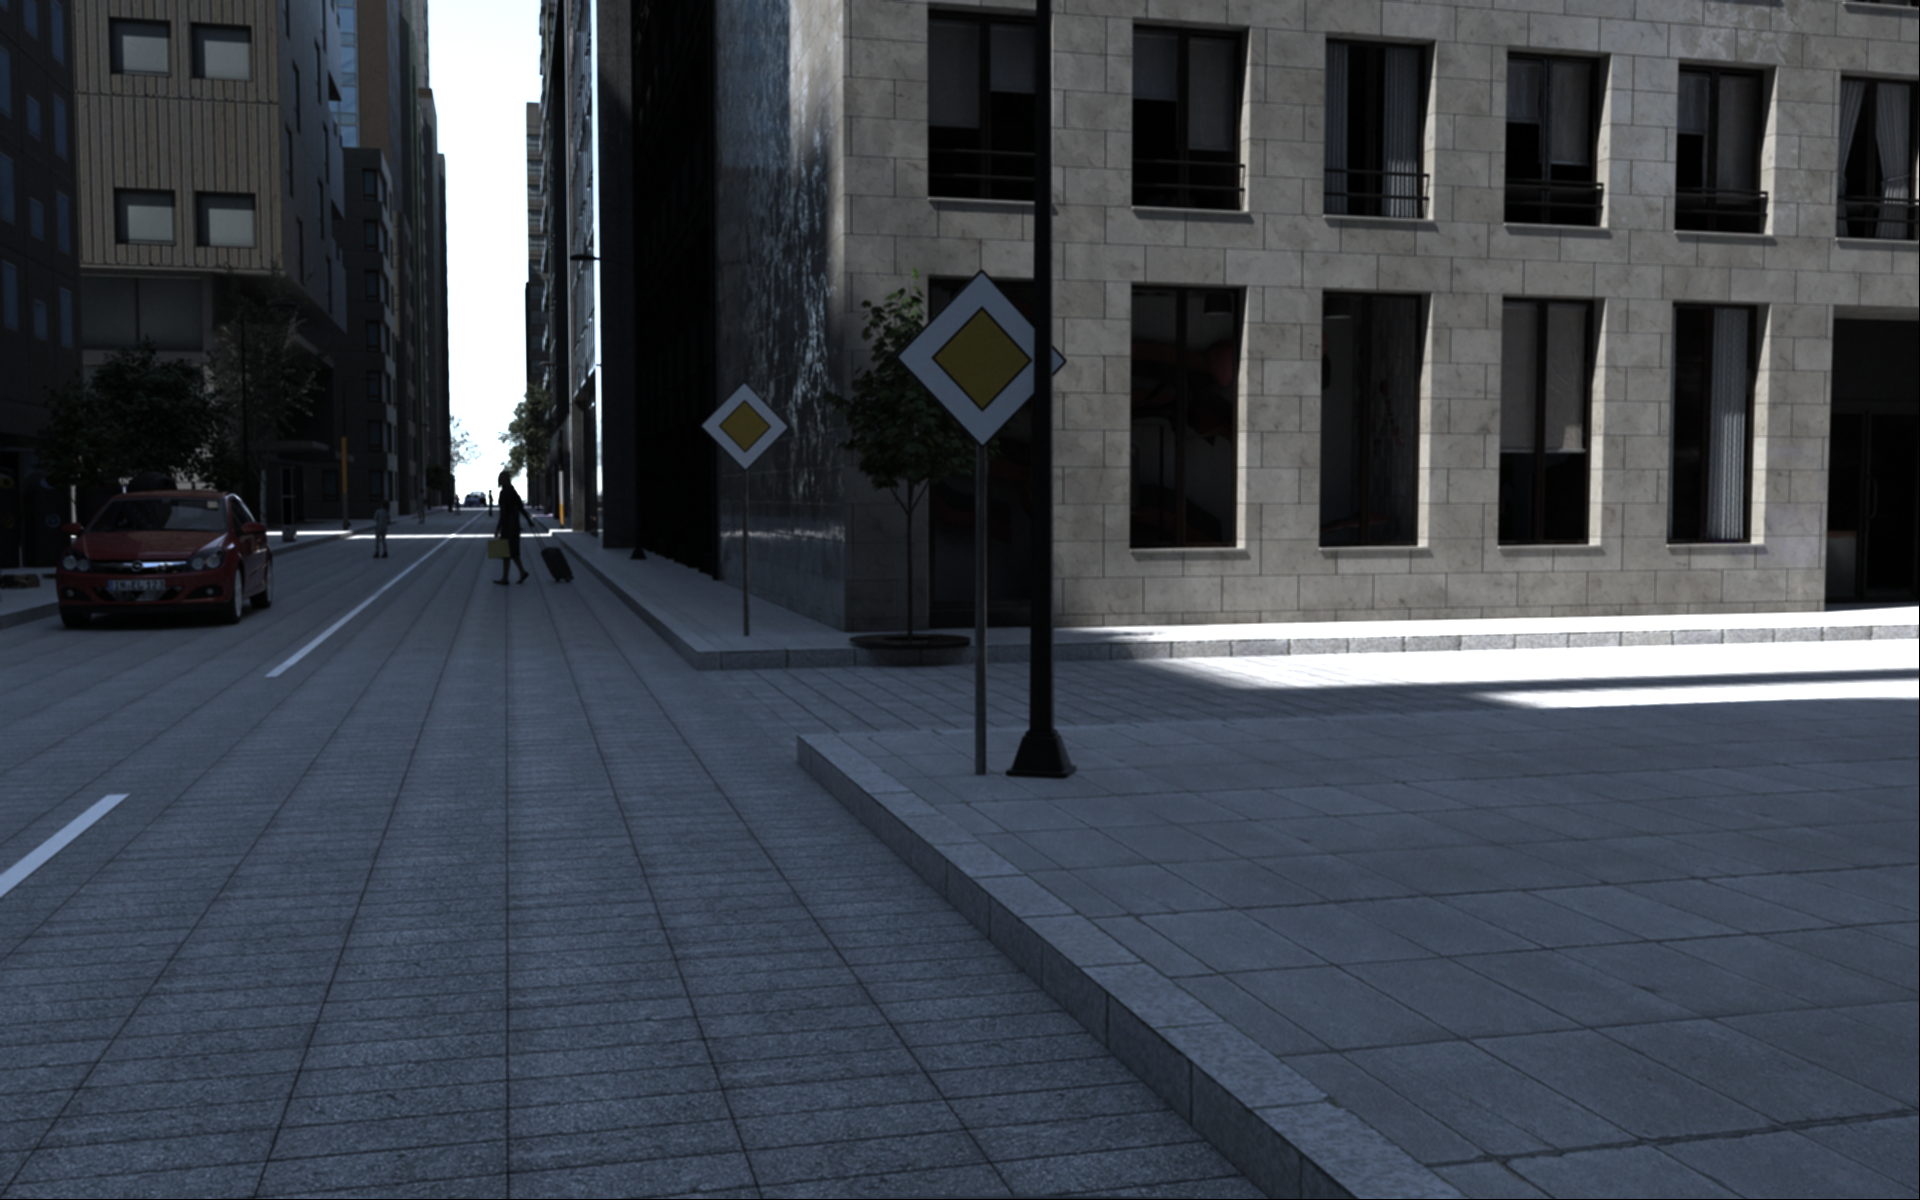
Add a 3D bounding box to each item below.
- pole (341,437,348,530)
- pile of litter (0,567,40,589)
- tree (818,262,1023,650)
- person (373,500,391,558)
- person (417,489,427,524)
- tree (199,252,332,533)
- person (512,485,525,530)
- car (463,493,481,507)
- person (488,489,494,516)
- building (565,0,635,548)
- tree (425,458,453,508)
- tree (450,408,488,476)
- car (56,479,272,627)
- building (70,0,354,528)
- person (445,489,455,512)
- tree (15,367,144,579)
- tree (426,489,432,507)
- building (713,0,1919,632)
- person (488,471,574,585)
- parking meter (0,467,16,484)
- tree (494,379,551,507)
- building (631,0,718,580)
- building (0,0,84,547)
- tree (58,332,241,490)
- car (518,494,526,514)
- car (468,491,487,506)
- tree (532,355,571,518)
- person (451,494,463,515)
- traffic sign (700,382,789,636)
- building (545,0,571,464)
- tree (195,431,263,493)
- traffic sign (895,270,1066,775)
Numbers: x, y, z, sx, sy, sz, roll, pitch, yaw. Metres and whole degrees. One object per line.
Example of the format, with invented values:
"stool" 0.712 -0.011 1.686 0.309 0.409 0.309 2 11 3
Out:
"pole" -21.958 -4.158 61.822 0.158 3.312 0.155 0 3 0
"pile of litter" -13.406 -0.612 23.974 1.176 0.858 1.719 -2 4 -35
"tree" -0.414 -1.220 14.542 1.663 3.219 1.824 0 3 0
"person" -13.033 -1.601 38.955 0.394 1.301 0.425 2 4 25
"person" -26.249 -4.586 84.481 0.522 1.701 0.512 -1 4 -20
"tree" -21.485 -6.293 53.259 4.360 8.622 3.978 0 3 0
"person" -17.647 -3.660 68.518 0.721 1.800 0.419 0 4 8
"car" -55.494 -11.458 196.931 1.945 1.707 3.694 -1 4 -15
"person" -30.129 -6.255 111.474 0.721 1.736 1.217 0 4 -3
"building" -5.124 -14.261 51.190 12.078 24.808 19.932 -1 4 -15
"tree" -48.314 -10.731 159.171 4.285 4.588 4.351 0 3 0
"tree" -70.368 -20.116 239.267 12.009 13.543 11.850 0 3 0
"car" -9.176 -0.682 20.187 2.155 1.783 4.494 -1 4 -15
"building" -38.587 -29.113 65.241 28.713 52.752 27.495 -1 4 -15
"person" -40.911 -7.983 139.106 1.350 1.814 0.705 2 4 32
"tree" -13.510 -1.952 26.511 1.663 3.219 1.824 0 3 0
"tree" -51.453 -10.512 166.477 1.663 3.219 1.824 0 3 0
"building" 5.755 -10.265 22.582 16.860 20.320 10.420 -1 4 -15
"person" -6.893 -1.163 27.731 1.509 1.804 0.699 -3 5 -42
"parking meter" -19.562 -1.820 35.467 0.399 1.863 0.255 0 4 -6
"tree" -41.548 -15.604 172.126 9.611 12.733 9.660 0 3 0
"building" 0.299 -12.509 34.199 12.332 23.373 15.834 -1 4 -15
"building" -29.117 -23.735 38.178 14.600 45.320 14.200 -1 4 -15
"tree" -16.452 -3.152 35.249 4.285 4.588 4.351 0 3 0
"car" -32.984 -7.170 127.460 2.015 1.641 3.980 -1 4 -13
"car" -56.186 -11.807 201.714 2.281 1.827 5.304 -1 4 -14
"tree" -20.724 -8.652 91.827 4.360 8.622 3.978 0 3 0
"person" -34.191 -6.499 117.977 0.991 1.433 0.599 -3 5 -43
"traffic sign" -1.933 -0.731 15.588 0.795 2.450 0.064 -1 4 -15
"building" -10.360 -15.691 75.615 14.314 24.678 30.058 -1 4 -15
"tree" -20.251 -3.228 47.382 1.663 3.219 1.824 0 3 0
"traffic sign" 0.091 -0.258 7.863 0.795 2.450 0.064 -1 4 -15
